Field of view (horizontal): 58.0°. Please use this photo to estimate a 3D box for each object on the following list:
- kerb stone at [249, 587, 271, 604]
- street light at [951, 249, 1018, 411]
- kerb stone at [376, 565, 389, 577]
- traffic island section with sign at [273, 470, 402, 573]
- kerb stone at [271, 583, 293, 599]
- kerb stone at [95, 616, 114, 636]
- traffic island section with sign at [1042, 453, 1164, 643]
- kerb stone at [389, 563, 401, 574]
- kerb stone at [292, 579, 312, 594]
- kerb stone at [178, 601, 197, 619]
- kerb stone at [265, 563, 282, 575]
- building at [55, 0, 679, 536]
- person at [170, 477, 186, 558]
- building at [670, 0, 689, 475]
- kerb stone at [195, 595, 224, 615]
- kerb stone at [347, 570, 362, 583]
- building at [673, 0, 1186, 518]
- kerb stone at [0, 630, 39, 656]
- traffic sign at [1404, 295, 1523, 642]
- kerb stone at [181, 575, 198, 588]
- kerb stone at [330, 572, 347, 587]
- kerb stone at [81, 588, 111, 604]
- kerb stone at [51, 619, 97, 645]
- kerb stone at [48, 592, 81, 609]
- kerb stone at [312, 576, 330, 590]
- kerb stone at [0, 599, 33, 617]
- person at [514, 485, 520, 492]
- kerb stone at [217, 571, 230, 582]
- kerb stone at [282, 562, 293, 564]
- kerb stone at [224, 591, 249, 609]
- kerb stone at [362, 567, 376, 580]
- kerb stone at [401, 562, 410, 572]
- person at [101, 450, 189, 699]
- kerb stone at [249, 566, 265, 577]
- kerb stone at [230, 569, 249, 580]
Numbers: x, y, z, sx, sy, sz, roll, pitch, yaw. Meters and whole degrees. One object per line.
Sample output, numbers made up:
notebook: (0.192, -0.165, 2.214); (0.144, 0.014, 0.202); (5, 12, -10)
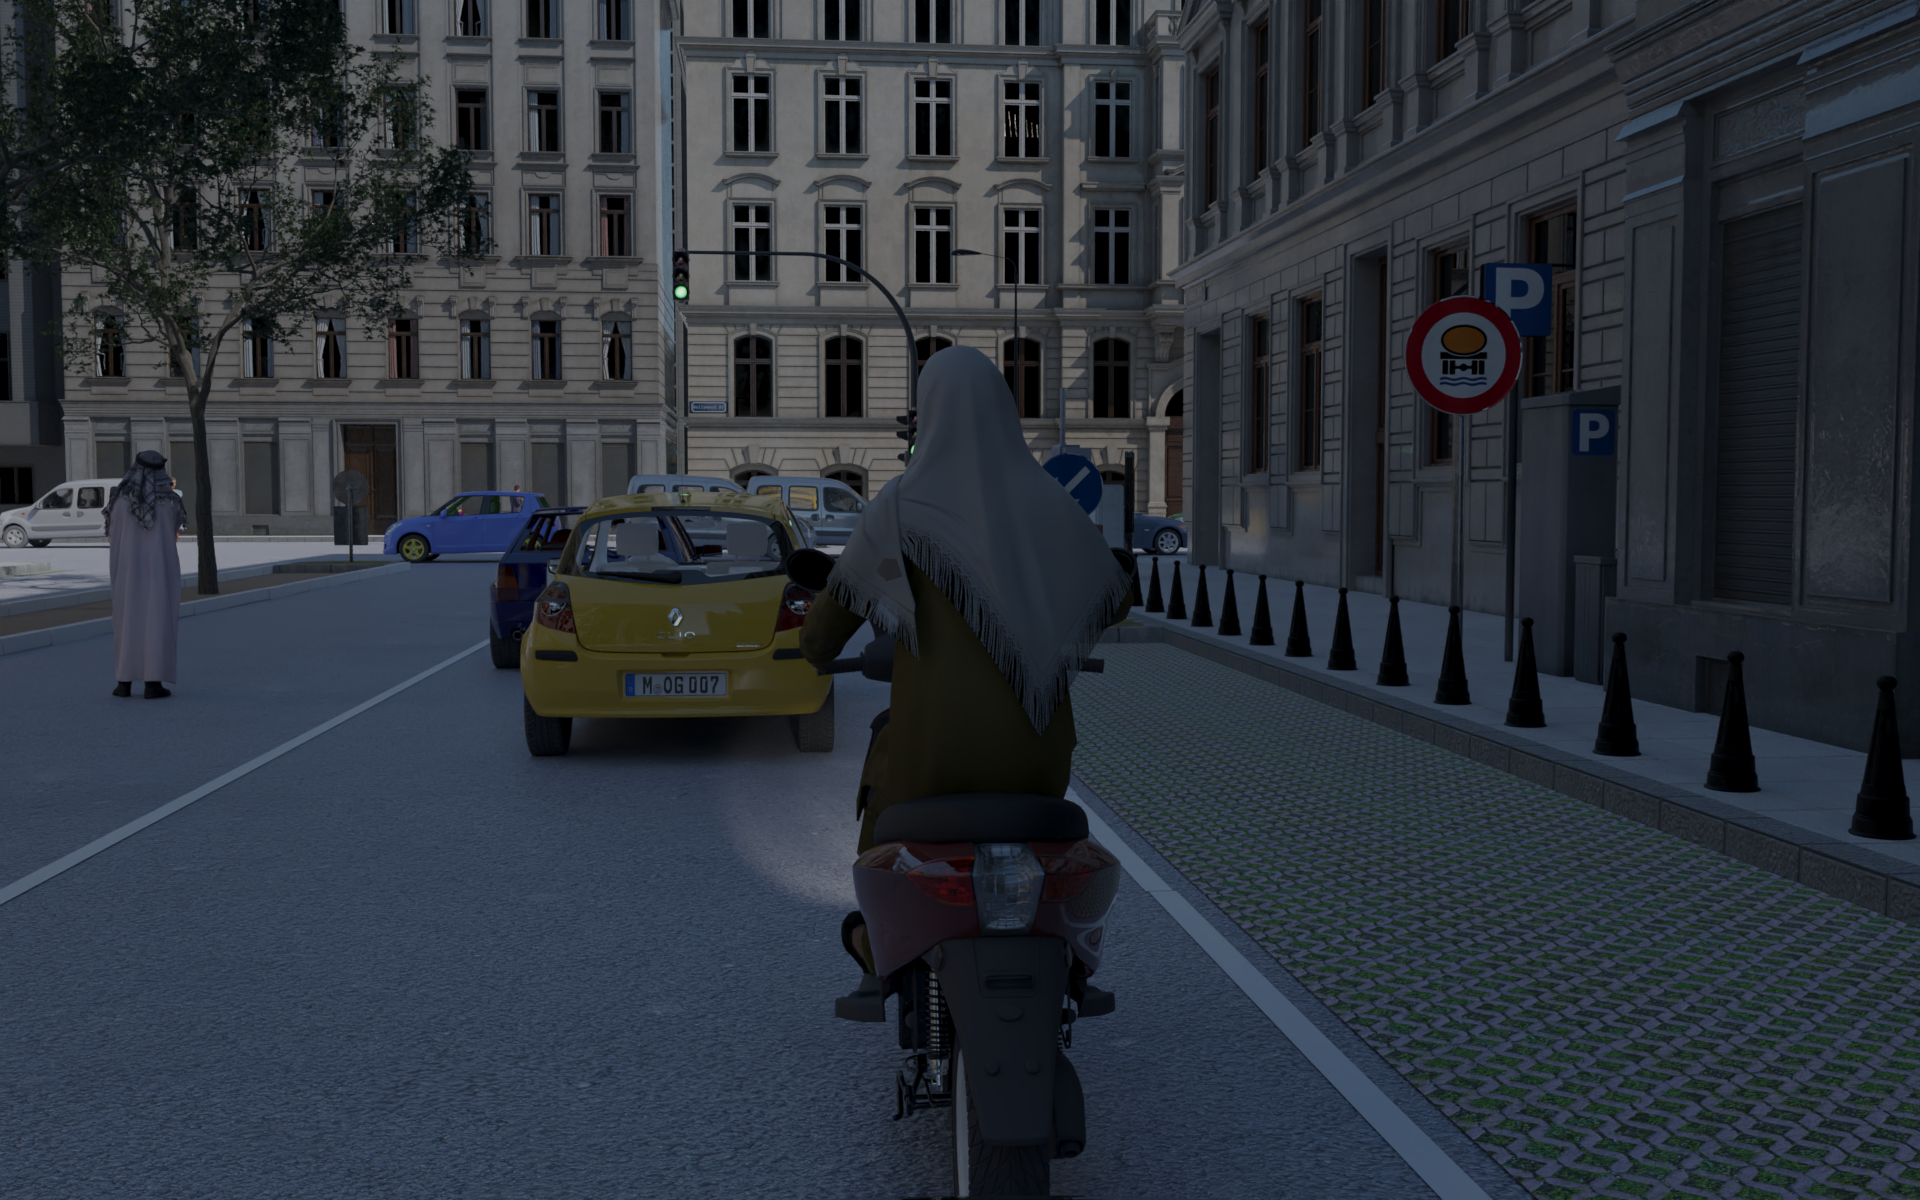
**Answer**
kerb stone: (-9.399, -0.051, 23.031); (0.120, 0.150, 1.000); (0, 4, -6)
street light: (0.525, -3.701, 33.045); (1.470, 5.913, 1.316); (0, 4, -6)
kerb stone: (-10.180, -0.485, 30.215); (0.120, 0.150, 1.000); (0, 4, -6)
traffic island section with sign: (-11.445, -1.466, 32.100); (2.006, 1.907, 1.989); (0, 4, -6)
kerb stone: (-9.497, -0.110, 24.057); (0.120, 0.150, 1.000); (0, 4, -6)
kerb stone: (-8.829, 0.264, 17.924); (0.120, 0.150, 1.000); (0, 4, -6)
traffic island section with sign: (0.865, -0.537, 17.403); (1.989, 1.847, 2.006); (0, 4, -6)
kerb stone: (-10.288, -0.550, 31.233); (0.120, 0.150, 1.000); (0, 4, -6)
kerb stone: (-9.621, -0.177, 25.085); (0.120, 0.150, 1.000); (0, 4, -6)
kerb stone: (-9.061, 0.136, 19.970); (0.120, 0.150, 1.000); (0, 4, -6)
kerb stone: (-12.378, -0.537, 30.985); (0.120, 0.150, 1.000); (0, 4, -6)
building: (-18.705, -12.736, 57.380); (18.267, 20.994, 9.793); (0, 4, -6)
person: (-17.562, -1.830, 38.512); (0.616, 1.811, 0.778); (-3, 5, -41)
building: (-31.704, -47.883, 221.145); (20.611, 71.187, 20.563); (0, 4, -6)
kerb stone: (-9.169, 0.074, 20.992); (0.120, 0.150, 1.000); (0, 4, -6)
kerb stone: (-9.959, -0.366, 28.177); (0.120, 0.150, 1.000); (0, 4, -6)
building: (7.304, -14.927, 63.133); (34.723, 24.649, 14.460); (0, 4, -6)
kerb stone: (-8.606, 0.388, 15.874); (0.120, 0.150, 1.000); (0, 4, -6)
traffic sign: (3.224, -0.678, 11.197); (0.768, 2.556, 0.104); (0, 4, -2)
kerb stone: (-11.925, -0.288, 26.912); (0.120, 0.150, 1.000); (0, 4, -6)
kerb stone: (-9.836, -0.303, 27.147); (0.120, 0.150, 1.000); (0, 4, -6)
kerb stone: (-11.482, -0.039, 22.827); (0.120, 0.150, 1.000); (0, 4, -6)
kerb stone: (-8.702, 0.324, 16.899); (0.120, 0.150, 1.000); (0, 4, -6)
kerb stone: (-11.368, 0.028, 21.809); (0.120, 0.150, 1.000); (0, 4, -6)
kerb stone: (-9.730, -0.240, 26.118); (0.120, 0.150, 1.000); (0, 4, -6)
kerb stone: (-11.254, 0.086, 20.789); (0.120, 0.150, 1.000); (0, 4, -6)
person: (-13.246, -2.587, 51.712); (0.530, 1.710, 0.541); (-2, 4, -29)
kerb stone: (-12.036, -0.345, 27.931); (0.120, 0.150, 1.000); (0, 4, -6)
kerb stone: (-12.489, -0.600, 32.004); (0.120, 0.150, 1.000); (0, 4, -6)
kerb stone: (-9.283, 0.011, 22.013); (0.120, 0.150, 1.000); (0, 4, -6)
kerb stone: (-10.066, -0.427, 29.196); (0.120, 0.150, 1.000); (0, 4, -6)
kerb stone: (-10.403, -0.612, 32.257); (0.120, 0.150, 1.000); (0, 4, -6)
person: (-5.739, -0.188, 12.243); (0.551, 1.740, 0.621); (-2, 4, -35)
kerb stone: (-12.272, -0.466, 29.967); (0.120, 0.150, 1.000); (0, 4, -6)
kerb stone: (-12.147, -0.409, 28.949); (0.120, 0.150, 1.000); (0, 4, -6)
